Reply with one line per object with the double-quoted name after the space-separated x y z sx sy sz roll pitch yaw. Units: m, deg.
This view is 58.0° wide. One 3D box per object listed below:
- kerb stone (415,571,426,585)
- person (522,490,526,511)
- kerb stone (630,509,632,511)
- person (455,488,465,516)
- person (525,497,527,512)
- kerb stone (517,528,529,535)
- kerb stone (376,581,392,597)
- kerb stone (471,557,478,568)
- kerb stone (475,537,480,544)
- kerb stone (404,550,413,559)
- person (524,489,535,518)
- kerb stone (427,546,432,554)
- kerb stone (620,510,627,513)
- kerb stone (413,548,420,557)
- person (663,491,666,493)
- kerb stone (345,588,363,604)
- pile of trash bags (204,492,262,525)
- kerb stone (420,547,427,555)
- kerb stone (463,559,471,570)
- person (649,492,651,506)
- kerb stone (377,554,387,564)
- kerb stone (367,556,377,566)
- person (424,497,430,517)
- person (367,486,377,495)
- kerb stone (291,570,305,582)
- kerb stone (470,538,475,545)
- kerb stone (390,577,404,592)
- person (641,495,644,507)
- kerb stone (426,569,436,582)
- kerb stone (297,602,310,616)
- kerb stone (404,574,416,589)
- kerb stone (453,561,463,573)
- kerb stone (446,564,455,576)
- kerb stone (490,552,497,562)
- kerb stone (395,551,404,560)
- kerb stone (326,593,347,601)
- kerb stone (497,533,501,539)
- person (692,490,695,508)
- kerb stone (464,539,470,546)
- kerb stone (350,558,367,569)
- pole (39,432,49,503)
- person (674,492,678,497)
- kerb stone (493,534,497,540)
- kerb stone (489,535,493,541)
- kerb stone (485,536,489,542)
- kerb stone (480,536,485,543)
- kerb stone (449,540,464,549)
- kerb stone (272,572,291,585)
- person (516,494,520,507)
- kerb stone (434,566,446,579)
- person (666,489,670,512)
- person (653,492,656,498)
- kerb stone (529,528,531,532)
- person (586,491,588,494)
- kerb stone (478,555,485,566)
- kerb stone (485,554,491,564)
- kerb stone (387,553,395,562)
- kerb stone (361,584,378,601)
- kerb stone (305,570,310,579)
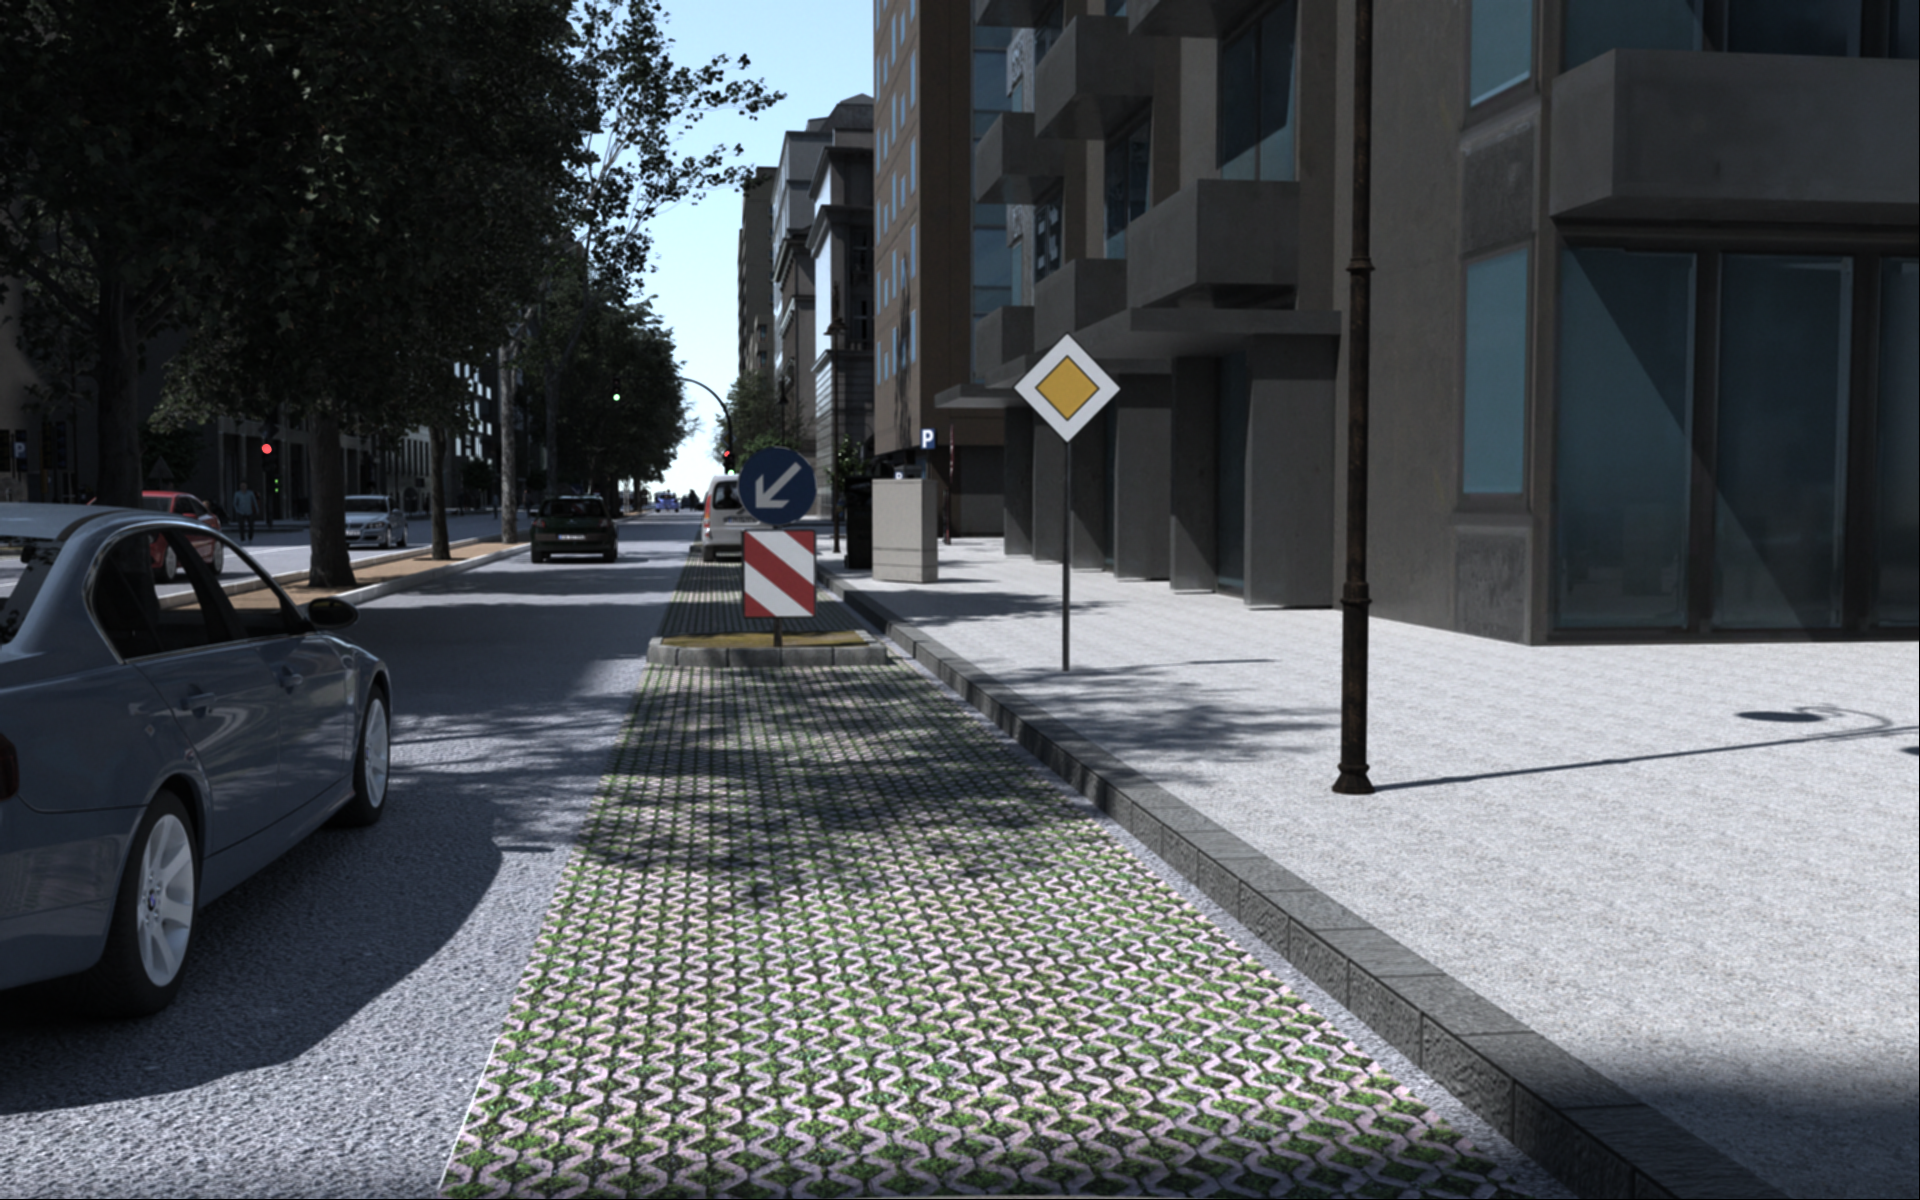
-8.674 -0.327 27.540 0.120 0.150 1.000 -1 4 -8 "kerb stone"
-37.711 -8.646 150.416 0.990 1.755 0.434 2 4 35 "person"
-27.548 -7.478 144.467 0.120 0.150 1.000 -1 4 -8 "kerb stone"
-32.720 -6.402 113.343 0.661 1.801 0.590 3 5 42 "person"
-35.135 -8.029 140.779 0.512 1.701 0.522 -1 4 -13 "person"
-15.835 -2.480 62.739 0.120 0.150 1.000 -1 4 -8 "kerb stone"
-8.229 -0.140 24.488 0.120 0.150 1.000 -1 4 -8 "kerb stone"
-9.545 -0.699 33.628 0.120 0.150 1.000 -1 4 -8 "kerb stone"
-13.942 -1.673 49.552 0.120 0.150 1.000 -1 4 -8 "kerb stone"
-12.333 -0.990 38.378 0.120 0.150 1.000 -1 4 -8 "kerb stone"
-25.361 -5.670 101.802 0.593 1.750 0.643 1 4 22 "person"
-12.778 -1.176 41.429 0.120 0.150 1.000 -1 4 -8 "kerb stone"
-26.087 -6.858 134.316 0.120 0.150 1.000 -1 4 -8 "kerb stone"
-12.487 -1.052 39.394 0.120 0.150 1.000 -1 4 -8 "kerb stone"
-29.635 -10.099 174.343 1.217 1.743 0.721 2 4 32 "person"
-7.941 -0.016 22.450 0.120 0.150 1.000 -1 4 -8 "kerb stone"
-31.321 -3.874 73.091 3.447 1.369 1.912 -2 4 -29 "pile of trash bags"
-12.639 -1.113 40.410 0.120 0.150 1.000 -1 4 -8 "kerb stone"
-9.391 -0.637 32.612 0.120 0.150 1.000 -1 4 -8 "kerb stone"
-38.156 -12.504 213.627 0.721 1.739 1.217 0 4 -5 "person"
-11.899 -0.803 35.327 0.120 0.150 1.000 -1 4 -8 "kerb stone"
-11.762 -0.741 34.308 0.120 0.150 1.000 -1 4 -8 "kerb stone"
-32.128 -5.573 104.280 0.373 1.253 0.362 2 4 34 "person"
-26.398 -4.225 77.860 0.520 1.790 0.573 -2 4 -27 "person"
-10.895 -0.368 28.223 0.120 0.150 1.000 -1 4 -8 "kerb stone"
-13.805 -1.607 48.538 0.120 0.150 1.000 -1 4 -8 "kerb stone"
-8.375 -0.202 25.503 0.120 0.150 1.000 -1 4 -8 "kerb stone"
-36.505 -11.608 198.420 0.705 1.807 1.348 2 4 33 "person"
-8.823 -0.389 28.551 0.120 0.150 1.000 -1 4 -8 "kerb stone"
-7.640 0.109 20.414 0.120 0.150 1.000 -1 4 -8 "kerb stone"
-8.522 -0.262 26.529 0.120 0.150 1.000 -1 4 -8 "kerb stone"
-9.248 -0.575 31.600 0.120 0.150 1.000 -1 4 -8 "kerb stone"
-9.102 -0.507 30.583 0.120 0.150 1.000 -1 4 -8 "kerb stone"
-9.981 -0.880 36.664 0.120 0.150 1.000 -1 4 -8 "kerb stone"
-12.197 -0.921 37.359 0.120 0.150 1.000 -1 4 -8 "kerb stone"
-7.792 0.047 21.434 0.120 0.150 1.000 -1 4 -8 "kerb stone"
-14.665 -1.983 54.618 0.120 0.150 1.000 -1 4 -8 "kerb stone"
-28.208 -10.698 183.037 1.348 1.869 0.705 2 4 26 "person"
-13.654 -1.547 47.520 0.120 0.150 1.000 -1 4 -8 "kerb stone"
-11.608 -0.677 33.291 0.120 0.150 1.000 -1 4 -8 "kerb stone"
-29.959 -3.842 56.660 0.158 3.312 0.155 0 3 0 "pole"
-50.481 -18.203 306.127 1.348 1.823 0.705 1 4 20 "person"
-14.525 -1.920 53.605 0.120 0.150 1.000 -1 4 -8 "kerb stone"
-14.387 -1.859 52.592 0.120 0.150 1.000 -1 4 -8 "kerb stone"
-14.240 -1.797 51.580 0.120 0.150 1.000 -1 4 -8 "kerb stone"
-14.084 -1.735 50.570 0.120 0.150 1.000 -1 4 -8 "kerb stone"
-13.510 -1.482 46.509 0.120 0.150 1.000 -1 4 -8 "kerb stone"
-10.744 -0.307 27.212 0.120 0.150 1.000 -1 4 -8 "kerb stone"
-20.279 -4.282 78.293 0.659 1.850 0.755 0 4 -6 "person"
-8.961 -0.451 29.567 0.120 0.150 1.000 -1 4 -8 "kerb stone"
-23.581 -8.050 140.134 0.555 1.821 0.388 -2 4 -34 "person"
-53.035 -17.882 301.656 1.217 1.735 0.721 -1 4 -21 "person"
-15.983 -2.537 63.755 0.120 0.150 1.000 -1 4 -8 "kerb stone"
-40.930 -11.060 189.886 0.990 1.755 0.434 2 4 34 "person"
-9.680 -0.761 34.642 0.120 0.150 1.000 -1 4 -8 "kerb stone"
-9.832 -0.823 35.653 0.120 0.150 1.000 -1 4 -8 "kerb stone"
-12.057 -0.865 36.346 0.120 0.150 1.000 -1 4 -8 "kerb stone"
-8.087 -0.077 23.475 0.120 0.150 1.000 -1 4 -8 "kerb stone"
-11.036 -0.419 29.237 0.120 0.150 1.000 -1 4 -8 "kerb stone"
